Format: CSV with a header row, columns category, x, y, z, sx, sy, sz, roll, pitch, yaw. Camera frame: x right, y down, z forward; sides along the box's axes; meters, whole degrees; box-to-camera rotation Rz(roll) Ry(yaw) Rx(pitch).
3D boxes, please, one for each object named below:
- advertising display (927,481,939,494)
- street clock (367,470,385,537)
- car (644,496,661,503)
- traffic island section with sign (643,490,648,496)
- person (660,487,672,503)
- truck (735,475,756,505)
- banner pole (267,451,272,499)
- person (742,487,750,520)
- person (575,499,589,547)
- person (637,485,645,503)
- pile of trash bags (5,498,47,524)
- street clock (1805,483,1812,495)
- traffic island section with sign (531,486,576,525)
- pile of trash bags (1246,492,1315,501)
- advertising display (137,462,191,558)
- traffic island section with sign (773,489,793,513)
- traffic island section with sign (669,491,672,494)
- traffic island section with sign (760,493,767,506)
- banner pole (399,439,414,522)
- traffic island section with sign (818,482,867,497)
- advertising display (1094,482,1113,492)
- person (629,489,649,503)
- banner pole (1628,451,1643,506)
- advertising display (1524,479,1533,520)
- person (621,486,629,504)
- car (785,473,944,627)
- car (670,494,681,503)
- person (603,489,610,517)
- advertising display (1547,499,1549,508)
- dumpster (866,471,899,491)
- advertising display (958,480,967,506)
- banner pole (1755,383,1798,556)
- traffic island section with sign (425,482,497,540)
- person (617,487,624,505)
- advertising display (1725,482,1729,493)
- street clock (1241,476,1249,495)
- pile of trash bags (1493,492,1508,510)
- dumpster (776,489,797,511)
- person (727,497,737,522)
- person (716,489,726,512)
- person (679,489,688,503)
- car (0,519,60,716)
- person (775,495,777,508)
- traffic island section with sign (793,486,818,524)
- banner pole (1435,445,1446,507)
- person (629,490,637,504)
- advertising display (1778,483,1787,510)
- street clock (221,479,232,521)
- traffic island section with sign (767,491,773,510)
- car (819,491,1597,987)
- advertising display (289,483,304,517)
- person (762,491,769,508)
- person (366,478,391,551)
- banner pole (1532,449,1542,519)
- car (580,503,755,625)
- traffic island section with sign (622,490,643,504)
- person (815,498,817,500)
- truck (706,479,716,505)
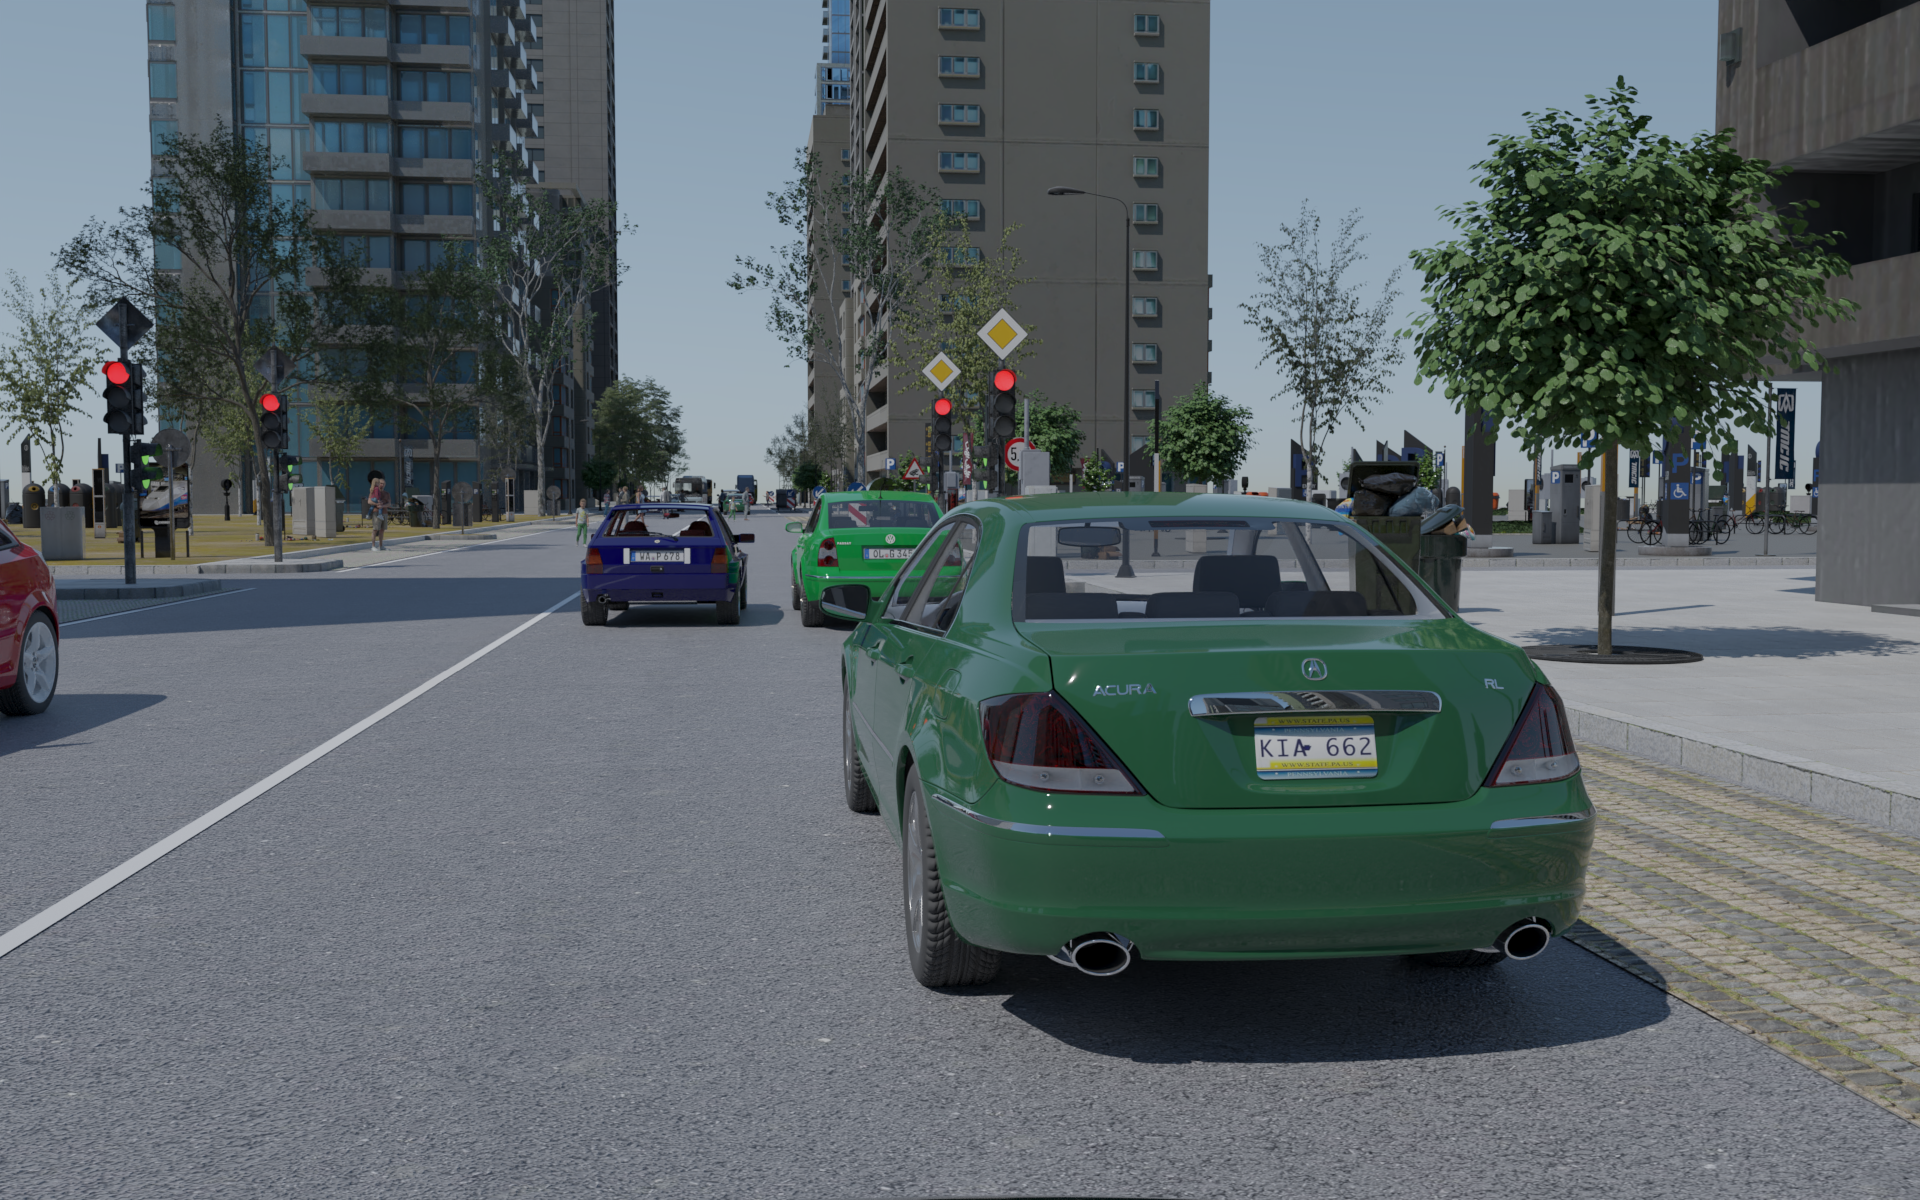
category,x,y,z,sx,sy,sz,roll,pitch,yaw
advertising display,-1.232,-4.942,86.009,0.974,1.923,0.123,-3,4,-37
street clock,-17.589,-2.915,52.223,0.471,2.002,0.358,0,4,-4
car,-20.008,-6.150,113.138,1.945,1.354,3.894,-1,4,-8
traffic island section with sign,-28.818,-9.181,158.730,1.989,1.847,2.006,0,4,-7
person,-16.630,-5.465,97.954,0.679,1.850,0.850,-1,4,-18
truck,-29.248,-15.040,235.663,2.967,4.110,18.799,0,4,-6
banner pole,-40.477,-6.824,101.589,0.401,3.779,0.863,-3,5,-44
person,-11.661,-5.256,94.542,0.391,1.810,0.635,0,4,2
person,-10.205,-2.079,46.741,0.306,1.304,0.590,-2,4,-35
person,-14.033,-4.115,75.866,0.778,1.811,0.616,1,4,8
pile of trash bags,-39.990,-3.920,73.838,1.912,1.369,3.447,2,4,24
street clock,56.635,-6.790,115.583,0.358,2.002,0.471,-1,4,-21
traffic island section with sign,-19.021,-4.438,81.191,1.989,1.847,2.006,0,4,-7
pile of trash bags,13.342,-3.749,71.053,1.912,1.369,3.447,-2,4,-32
advertising display,-16.007,-1.812,34.833,0.974,1.923,0.123,-1,4,-15
traffic island section with sign,-13.077,-7.573,132.452,1.989,1.847,2.006,0,4,-7
traffic island section with sign,-39.057,-14.139,239.805,1.989,1.847,2.006,0,4,-7
traffic island section with sign,-26.925,-14.283,242.158,1.989,1.847,2.006,0,4,-7
banner pole,-25.334,-5.452,79.153,0.401,3.779,0.863,3,5,41
traffic island section with sign,-3.541,-2.956,56.966,1.989,1.847,2.006,0,4,-7
advertising display,6.382,-4.451,77.988,0.974,1.923,0.123,-1,4,-12
person,-20.343,-6.191,109.810,1.348,1.812,0.705,0,4,4
banner pole,32.396,-5.676,82.821,0.863,3.779,0.401,1,4,12
advertising display,24.254,-4.177,73.514,0.974,1.923,0.123,-3,5,-41
person,-14.344,-3.980,74.114,0.362,1.759,0.519,0,4,2
car,-1.025,-0.694,20.136,1.959,1.807,4.718,0,4,-8
car,-23.844,-7.975,142.189,2.131,1.459,4.920,0,4,-6
person,-21.937,-6.003,107.485,0.643,1.720,0.563,-2,4,-35
advertising display,28.485,-4.890,85.166,0.974,1.923,0.123,-1,4,-13
dumpster,-3.227,-4.346,73.545,1.502,2.255,1.985,0,4,-7
advertising display,-0.138,-4.364,76.567,0.974,1.923,0.123,2,4,30
banner pole,16.969,-2.808,35.936,0.863,3.779,0.401,-1,4,-13
traffic island section with sign,-15.653,-2.802,54.446,1.989,1.847,2.006,0,4,-7
person,-19.582,-5.617,100.309,0.822,1.834,0.622,-3,4,-37
advertising display,41.568,-5.401,93.518,0.974,1.923,0.123,-3,5,-43
street clock,11.714,-4.077,71.226,0.358,2.002,0.471,1,4,19
pile of trash bags,29.250,-4.968,90.983,1.912,1.369,3.447,-3,5,-39
dumpster,-15.059,-8.674,150.037,1.865,1.857,1.264,0,4,-8
person,-11.807,-4.711,89.773,0.590,1.304,0.306,2,4,35
person,-18.593,-7.754,135.266,0.705,1.826,1.348,1,4,23
person,-21.994,-7.893,137.559,0.705,1.824,1.348,1,4,19
car,-6.681,-0.042,9.721,2.155,1.783,4.494,0,4,-7
person,-18.692,-10.298,177.816,0.756,1.711,0.436,-3,4,-37
traffic island section with sign,-6.926,-4.592,83.709,1.989,1.847,2.006,0,4,-7
banner pole,24.741,-6.061,89.112,0.863,3.779,0.401,-2,4,-26
person,-22.529,-6.805,120.486,0.721,1.735,1.217,3,5,43
advertising display,48.313,-5.906,101.776,0.974,1.923,0.123,-3,5,-40
street clock,-35.142,-4.798,83.020,0.358,2.002,0.471,2,4,32
traffic island section with sign,-16.450,-9.209,159.196,1.989,1.847,2.006,0,4,-7
car,0.567,0.320,6.565,2.131,1.459,4.920,0,4,-8
advertising display,-37.757,-5.712,98.605,0.123,1.923,0.974,2,4,26
person,-20.199,-10.467,180.160,0.750,1.759,0.617,0,4,-1
person,-14.599,-2.141,43.476,0.573,1.828,0.580,0,4,-5
banner pole,20.347,-4.346,61.077,0.401,3.779,0.863,0,4,-4
car,-3.393,-0.472,20.290,1.945,1.354,3.894,0,4,-5
traffic island section with sign,-25.434,-7.545,131.988,1.989,1.847,2.006,0,4,-7
person,-8.079,-5.189,97.610,0.475,1.303,0.640,-2,4,-24
truck,-33.615,-14.067,225.916,3.469,3.379,9.791,-1,4,-8
